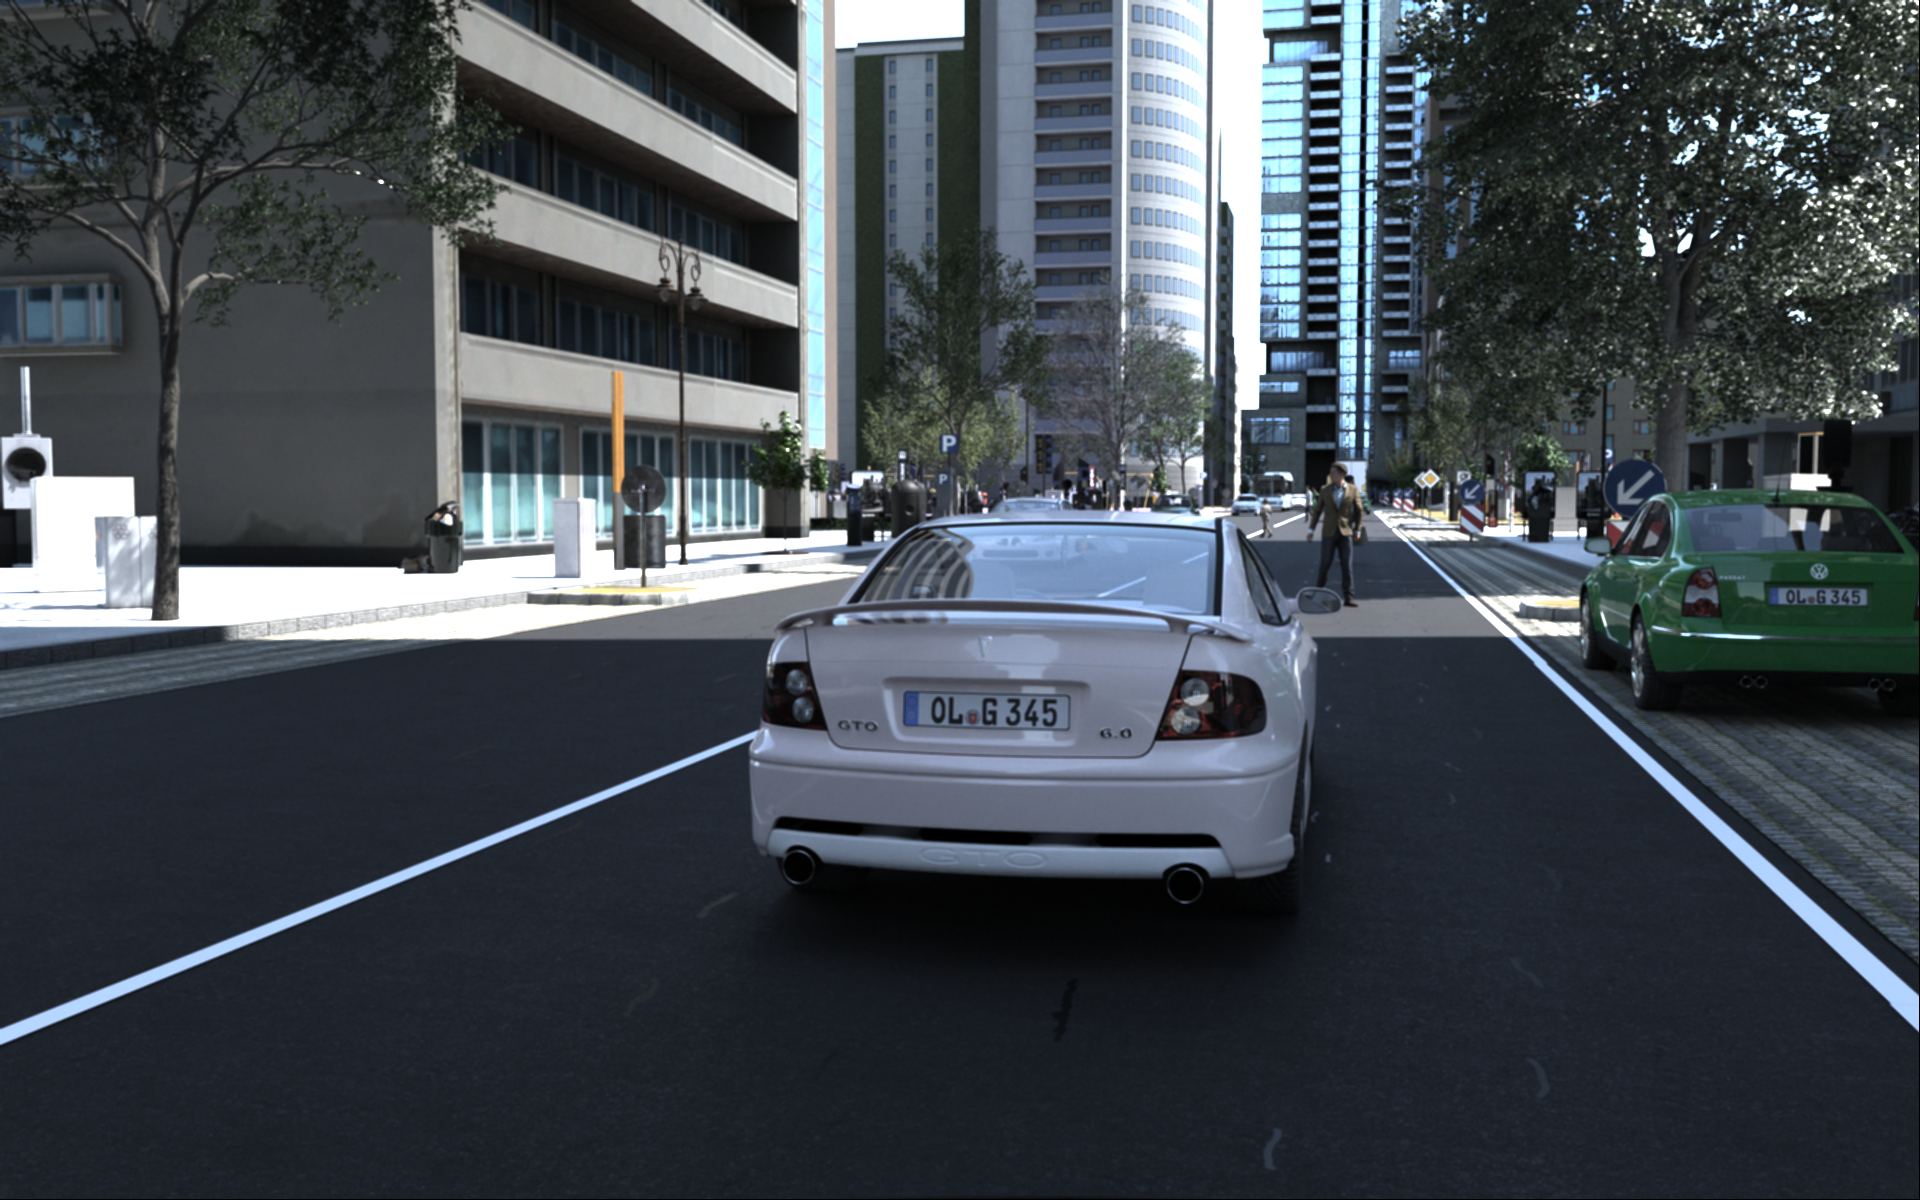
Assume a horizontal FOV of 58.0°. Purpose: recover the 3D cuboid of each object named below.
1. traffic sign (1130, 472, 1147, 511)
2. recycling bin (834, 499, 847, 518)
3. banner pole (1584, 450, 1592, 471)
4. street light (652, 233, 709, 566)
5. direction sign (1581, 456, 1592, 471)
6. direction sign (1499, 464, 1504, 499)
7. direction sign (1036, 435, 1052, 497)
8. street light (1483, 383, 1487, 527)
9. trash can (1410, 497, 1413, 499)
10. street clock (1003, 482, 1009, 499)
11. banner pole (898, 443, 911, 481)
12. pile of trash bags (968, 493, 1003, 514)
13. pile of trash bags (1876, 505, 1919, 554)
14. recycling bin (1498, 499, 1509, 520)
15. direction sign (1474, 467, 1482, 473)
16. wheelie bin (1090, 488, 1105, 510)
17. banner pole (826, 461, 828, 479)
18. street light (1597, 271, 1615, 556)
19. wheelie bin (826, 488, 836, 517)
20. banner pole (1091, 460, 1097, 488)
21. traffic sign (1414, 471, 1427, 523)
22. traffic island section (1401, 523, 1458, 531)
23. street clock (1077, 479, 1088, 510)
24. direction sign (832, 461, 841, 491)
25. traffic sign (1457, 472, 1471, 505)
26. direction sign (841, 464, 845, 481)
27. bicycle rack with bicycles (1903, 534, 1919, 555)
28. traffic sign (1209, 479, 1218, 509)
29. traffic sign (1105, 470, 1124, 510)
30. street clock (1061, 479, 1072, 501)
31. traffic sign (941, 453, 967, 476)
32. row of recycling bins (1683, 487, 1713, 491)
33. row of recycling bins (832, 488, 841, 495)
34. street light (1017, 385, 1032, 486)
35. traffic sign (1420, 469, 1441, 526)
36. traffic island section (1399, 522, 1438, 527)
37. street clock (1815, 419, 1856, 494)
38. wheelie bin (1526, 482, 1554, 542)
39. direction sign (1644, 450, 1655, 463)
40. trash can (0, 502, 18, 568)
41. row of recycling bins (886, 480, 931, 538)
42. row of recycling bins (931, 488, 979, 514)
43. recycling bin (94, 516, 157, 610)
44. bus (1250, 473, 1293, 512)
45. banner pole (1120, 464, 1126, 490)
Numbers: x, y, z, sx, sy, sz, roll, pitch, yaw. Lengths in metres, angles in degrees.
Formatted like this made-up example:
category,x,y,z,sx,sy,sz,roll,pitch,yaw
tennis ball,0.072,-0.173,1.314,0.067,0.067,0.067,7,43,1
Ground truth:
category,x,y,z,sx,sy,sz,roll,pitch,yaw
traffic sign,8.135,-4.625,79.254,0.795,2.450,0.064,1,4,13
recycling bin,-4.188,-3.145,63.967,0.722,1.027,0.722,2,4,32
banner pole,35.380,-6.578,97.574,0.401,3.779,0.863,-1,4,-14
street light,-4.972,-3.557,30.952,0.468,5.910,1.993,1,4,13
direction sign,37.203,-6.783,102.898,0.379,3.537,0.876,-2,4,-24
direction sign,41.344,-8.544,131.696,0.876,3.537,0.379,-1,4,-20
direction sign,3.259,-4.593,67.097,0.379,3.537,0.876,-3,4,-38
street light,20.577,-5.811,67.804,0.468,5.910,1.993,1,4,13
trash can,38.490,-8.275,146.947,0.748,1.137,0.748,0,3,0
street clock,2.758,-6.052,103.512,0.358,2.002,0.471,1,4,16
banner pole,-2.687,-5.809,84.987,0.863,3.779,0.401,-2,4,-31
pile of trash bags,0.818,-5.369,97.538,3.447,1.369,1.912,1,4,20
pile of trash bags,17.923,-1.277,30.625,3.447,1.369,1.912,1,4,20
recycling bin,27.159,-4.534,86.692,0.722,1.027,0.722,3,5,40
direction sign,42.389,-9.191,142.274,0.876,3.537,0.379,0,4,4
wheelie bin,6.792,-4.751,85.587,0.693,1.594,0.980,1,4,8
banner pole,-10.088,-8.645,131.365,0.401,3.779,0.863,0,4,-3
street light,13.268,-3.844,35.644,0.468,5.910,1.993,1,4,13
wheelie bin,-7.074,-5.210,93.097,0.693,1.594,0.980,-3,4,-36
banner pole,10.000,-8.494,128.894,0.401,3.779,0.863,3,5,40
traffic sign,20.410,-4.452,76.440,0.795,2.450,0.064,1,4,13
traffic island section,18.657,-2.841,68.727,2.009,0.180,2.903,1,4,13
street clock,6.056,-4.940,85.333,0.358,2.002,0.471,3,5,44
direction sign,-7.433,-6.716,101.805,0.379,3.537,0.876,0,4,5
traffic sign,22.543,-4.612,77.532,0.606,2.300,0.079,1,4,16
direction sign,-9.031,-8.429,129.804,0.876,3.537,0.379,-1,4,-14
bicycle rack with bicycles,15.053,-0.934,28.651,2.852,0.926,2.925,-1,4,-14
traffic sign,21.574,-9.017,147.537,0.768,2.556,0.104,1,4,13
traffic sign,6.357,-4.148,71.469,0.795,2.450,0.064,1,4,13
street clock,5.159,-4.840,83.702,0.471,2.002,0.358,-1,4,-22
traffic sign,-0.237,-3.135,51.266,0.884,2.594,0.081,1,4,13
row of recycling bins,39.745,-5.279,93.422,1.069,1.692,3.534,3,5,45
row of recycling bins,-10.067,-9.092,155.768,1.069,1.692,3.534,3,5,40
street light,2.465,-5.547,63.477,0.468,5.910,1.993,1,4,13
traffic sign,18.632,-3.976,68.655,0.795,2.450,0.064,1,4,13
traffic island section,20.435,-3.317,76.512,2.009,0.180,2.903,1,4,13
street clock,8.499,-0.750,16.828,0.358,2.002,0.471,2,4,24
wheelie bin,15.426,-2.334,46.075,0.693,1.594,0.980,1,4,17
direction sign,35.627,-5.946,89.215,0.876,3.537,0.379,3,5,41
trash can,-16.726,-1.127,30.079,0.748,1.137,0.748,0,3,0
row of recycling bins,-1.522,-2.735,51.838,1.069,1.692,3.534,0,4,1
row of recycling bins,-0.540,-6.311,110.290,3.534,1.692,1.069,0,4,8
recycling bin,-9.366,-0.434,19.658,0.722,1.027,0.722,-2,4,-34
bus,26.154,-9.162,144.656,2.948,3.499,13.247,1,4,14
banner pole,11.764,-8.372,126.892,0.863,3.779,0.401,0,4,-3
